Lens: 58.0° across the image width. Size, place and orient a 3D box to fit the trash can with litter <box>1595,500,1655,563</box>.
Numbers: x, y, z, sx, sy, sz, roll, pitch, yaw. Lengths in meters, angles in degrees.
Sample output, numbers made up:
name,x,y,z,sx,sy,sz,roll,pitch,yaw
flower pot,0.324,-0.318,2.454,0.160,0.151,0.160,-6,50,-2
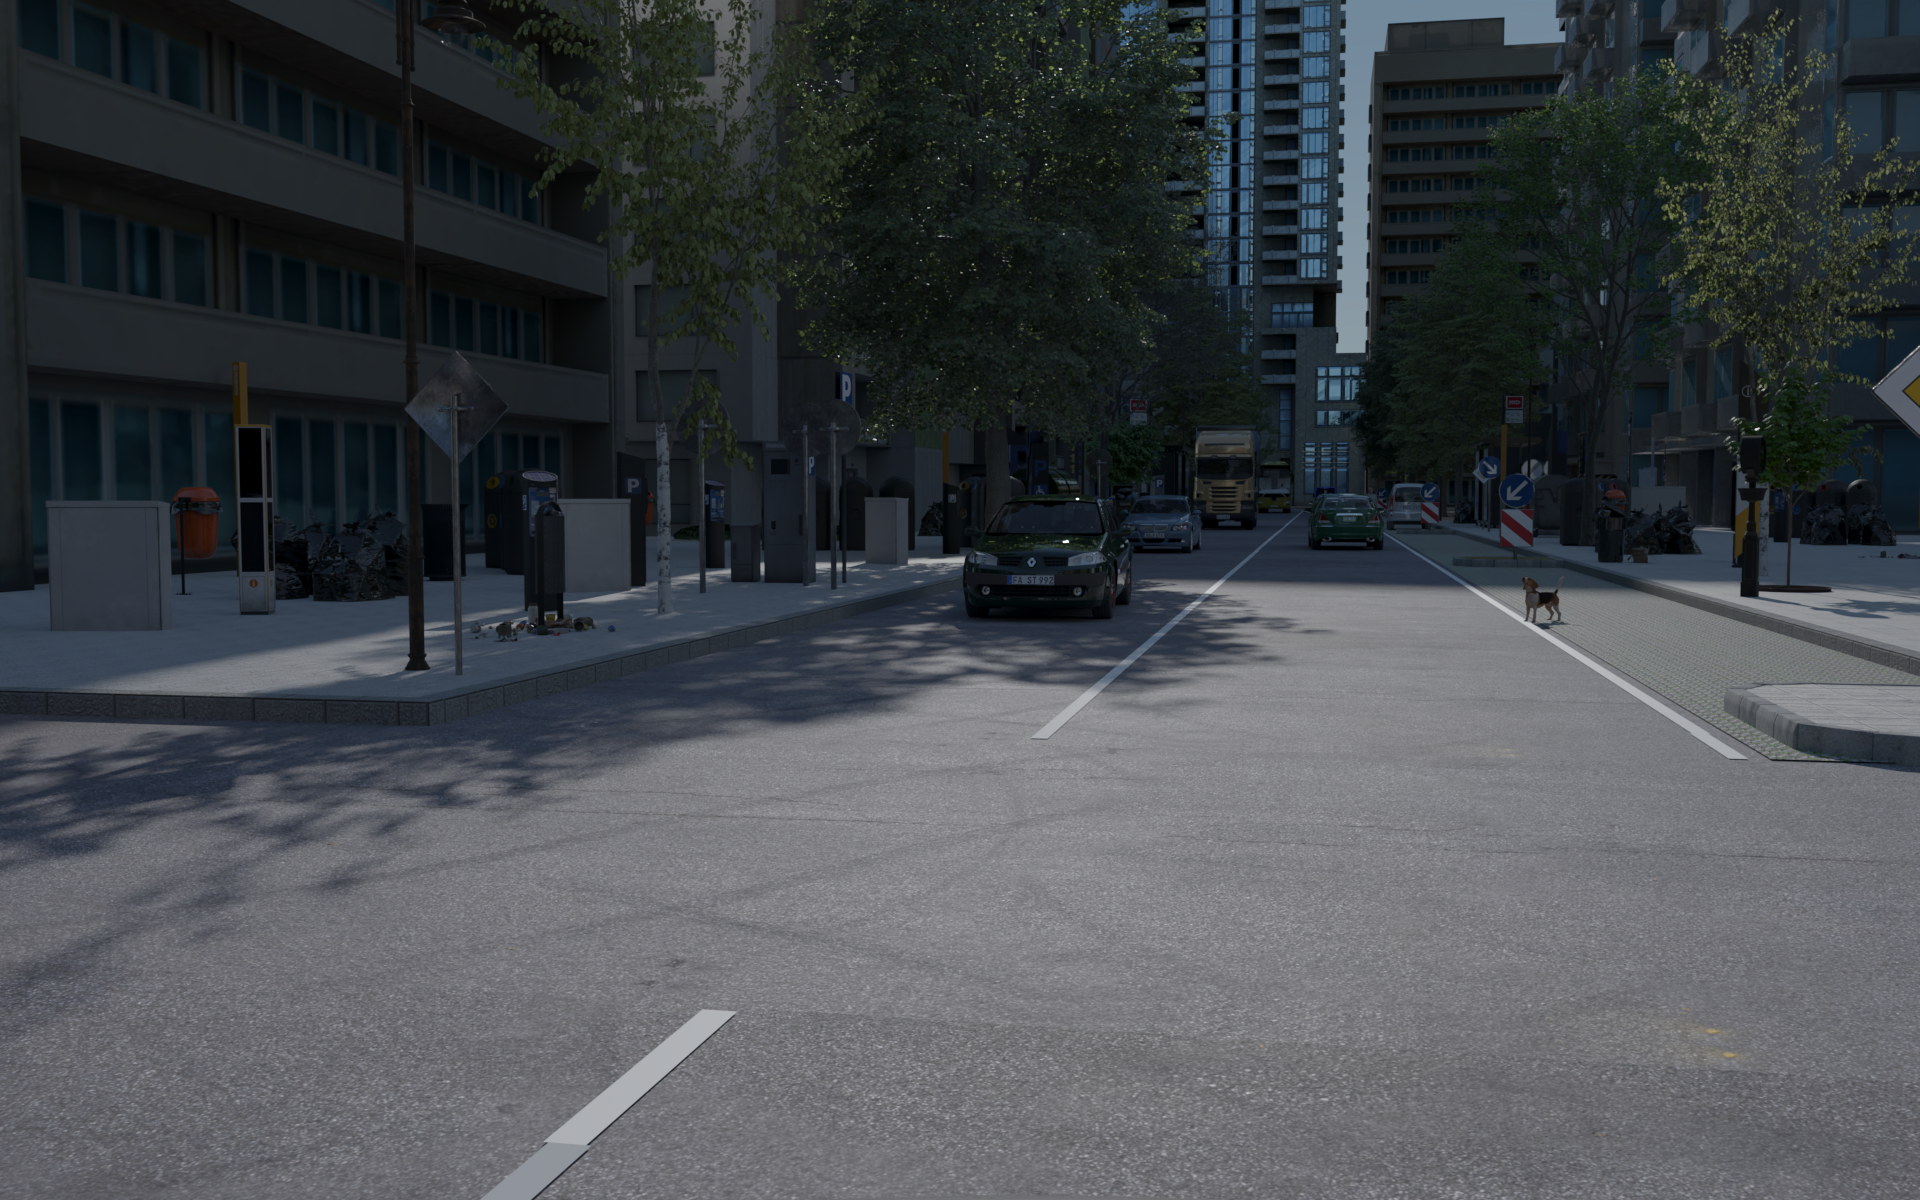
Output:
name,x,y,z,sx,sy,sz,roll,pitch,yaw
trash can with litter,12.459,-1.289,32.454,1.055,1.170,0.624,1,4,21

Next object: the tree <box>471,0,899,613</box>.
name,x,y,z,sx,sy,sz,roll,pitch,yaw
tree,-2.944,-4.161,18.401,4.737,8.622,4.395,0,3,0

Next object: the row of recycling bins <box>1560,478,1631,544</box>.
name,x,y,z,sx,sy,sz,roll,pitch,yaw
row of recycling bins,16.496,-2.320,45.043,1.069,1.692,3.534,3,5,39

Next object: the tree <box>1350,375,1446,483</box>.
name,x,y,z,sx,sy,sz,roll,pitch,yaw
tree,30.223,-11.101,115.913,8.767,10.594,7.601,1,4,21

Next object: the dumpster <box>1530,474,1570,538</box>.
name,x,y,z,sx,sy,sz,roll,pitch,yaw
dumpster,17.561,-2.795,51.462,1.264,1.857,1.865,1,4,12

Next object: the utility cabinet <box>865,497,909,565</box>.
name,x,y,z,sx,sy,sz,roll,pitch,yaw
utility cabinet,-1.351,-1.272,31.958,0.306,1.237,1.020,-3,4,-37

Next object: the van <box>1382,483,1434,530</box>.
name,x,y,z,sx,sy,sz,roll,pitch,yaw
van,17.931,-3.806,69.242,2.013,2.044,4.112,1,4,13

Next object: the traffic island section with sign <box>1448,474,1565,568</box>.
name,x,y,z,sx,sy,sz,roll,pitch,yaw
traffic island section with sign,10.870,-1.579,34.444,1.989,1.847,2.006,1,4,12

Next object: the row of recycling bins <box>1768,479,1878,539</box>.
name,x,y,z,sx,sy,sz,roll,pitch,yaw
row of recycling bins,24.792,-2.631,50.134,1.069,1.692,3.534,-2,4,-32

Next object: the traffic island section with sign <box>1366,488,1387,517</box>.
name,x,y,z,sx,sy,sz,roll,pitch,yaw
traffic island section with sign,26.842,-6.243,110.706,1.989,1.847,2.006,1,4,12

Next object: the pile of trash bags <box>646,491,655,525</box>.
name,x,y,z,sx,sy,sz,roll,pitch,yaw
pile of trash bags,-9.678,-2.179,45.372,3.447,1.369,1.912,-2,4,-27

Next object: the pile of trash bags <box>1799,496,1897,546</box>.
name,x,y,z,sx,sy,sz,roll,pitch,yaw
pile of trash bags,23.026,-2.063,43.490,3.447,1.369,1.912,2,4,24

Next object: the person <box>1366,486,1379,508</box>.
name,x,y,z,sx,sy,sz,roll,pitch,yaw
person,14.512,-3.187,61.354,0.466,1.731,0.760,-3,5,-43

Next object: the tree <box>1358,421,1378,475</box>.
name,x,y,z,sx,sy,sz,roll,pitch,yaw
tree,37.512,-14.049,147.830,7.486,12.596,7.792,0,3,0

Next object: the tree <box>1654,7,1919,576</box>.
name,x,y,z,sx,sy,sz,roll,pitch,yaw
tree,12.553,-4.663,26.607,4.360,8.622,3.978,0,3,0

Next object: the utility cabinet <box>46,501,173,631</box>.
name,x,y,z,sx,sy,sz,roll,pitch,yaw
utility cabinet,-8.012,-0.317,16.341,1.020,1.237,0.306,0,4,-4

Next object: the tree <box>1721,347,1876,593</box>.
name,x,y,z,sx,sy,sz,roll,pitch,yaw
tree,11.018,-1.740,23.058,1.663,3.219,1.824,0,3,0

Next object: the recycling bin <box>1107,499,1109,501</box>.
name,x,y,z,sx,sy,sz,roll,pitch,yaw
recycling bin,7.528,-4.451,85.321,0.722,1.027,0.722,-3,5,-43

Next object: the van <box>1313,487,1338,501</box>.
name,x,y,z,sx,sy,sz,roll,pitch,yaw
van,32.681,-9.204,154.866,2.240,2.365,5.245,1,4,12

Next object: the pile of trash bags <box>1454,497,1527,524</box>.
name,x,y,z,sx,sy,sz,roll,pitch,yaw
pile of trash bags,23.155,-3.996,75.082,3.447,1.369,1.912,1,4,21

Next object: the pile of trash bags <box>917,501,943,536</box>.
name,x,y,z,sx,sy,sz,roll,pitch,yaw
pile of trash bags,0.134,-2.700,53.900,1.912,1.369,3.447,2,4,25

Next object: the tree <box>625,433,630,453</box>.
name,x,y,z,sx,sy,sz,roll,pitch,yaw
tree,-9.696,-3.269,48.048,1.663,3.219,1.824,0,3,0

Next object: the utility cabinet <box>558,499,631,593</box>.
name,x,y,z,sx,sy,sz,roll,pitch,yaw
utility cabinet,-4.867,-0.713,22.813,1.020,1.237,0.306,-2,4,-35

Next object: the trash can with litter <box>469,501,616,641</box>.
name,x,y,z,sx,sy,sz,roll,pitch,yaw
trash can with litter,-4.052,-0.308,16.099,1.678,1.210,2.233,0,4,7

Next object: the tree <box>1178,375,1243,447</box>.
name,x,y,z,sx,sy,sz,roll,pitch,yaw
tree,16.012,-9.880,111.895,4.360,8.622,3.978,0,3,0

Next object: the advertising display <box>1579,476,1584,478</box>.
name,x,y,z,sx,sy,sz,roll,pitch,yaw
advertising display,22.218,-3.400,60.804,0.974,1.923,0.123,1,4,22

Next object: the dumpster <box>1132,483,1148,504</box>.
name,x,y,z,sx,sy,sz,roll,pitch,yaw
dumpster,8.734,-4.718,82.902,1.264,1.857,1.865,1,4,12

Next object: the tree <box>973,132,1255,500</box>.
name,x,y,z,sx,sy,sz,roll,pitch,yaw
tree,4.873,-9.019,57.826,12.009,13.543,11.850,0,3,0

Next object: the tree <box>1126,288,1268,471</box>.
name,x,y,z,sx,sy,sz,roll,pitch,yaw
tree,13.028,-10.813,94.926,7.486,12.596,7.792,0,3,0

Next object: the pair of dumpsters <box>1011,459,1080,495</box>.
name,x,y,z,sx,sy,sz,roll,pitch,yaw
pair of dumpsters,2.229,-2.732,47.154,1.574,2.255,4.437,1,4,12

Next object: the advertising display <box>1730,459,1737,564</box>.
name,x,y,z,sx,sy,sz,roll,pitch,yaw
advertising display,14.640,-1.648,32.159,0.974,1.923,0.123,-2,4,-35

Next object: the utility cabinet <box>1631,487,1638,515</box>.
name,x,y,z,sx,sy,sz,roll,pitch,yaw
utility cabinet,22.043,-2.846,55.213,1.173,1.500,0.318,3,4,36

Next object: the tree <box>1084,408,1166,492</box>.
name,x,y,z,sx,sy,sz,roll,pitch,yaw
tree,6.223,-5.057,66.393,4.285,4.588,4.351,0,3,0

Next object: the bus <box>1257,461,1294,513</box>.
name,x,y,z,sx,sy,sz,roll,pitch,yaw
bus,24.160,-8.635,132.730,2.896,3.916,12.252,1,4,11

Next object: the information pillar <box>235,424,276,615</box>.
name,x,y,z,sx,sy,sz,roll,pitch,yaw
information pillar,-7.496,-0.853,18.432,0.304,2.012,0.304,0,4,-8

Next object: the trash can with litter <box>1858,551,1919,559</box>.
name,x,y,z,sx,sy,sz,roll,pitch,yaw
trash can with litter,19.195,-1.440,34.607,2.233,1.210,1.678,1,4,22

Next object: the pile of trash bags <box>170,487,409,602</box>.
name,x,y,z,sx,sy,sz,roll,pitch,yaw
pile of trash bags,-8.491,-0.738,21.814,3.447,1.369,1.912,1,4,18

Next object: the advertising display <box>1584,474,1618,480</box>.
name,x,y,z,sx,sy,sz,roll,pitch,yaw
advertising display,20.880,-3.129,56.369,0.974,1.923,0.123,3,5,42

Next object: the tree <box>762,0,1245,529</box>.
name,x,y,z,sx,sy,sz,roll,pitch,yaw
tree,0.760,-7.831,34.693,9.857,13.997,8.962,0,3,0

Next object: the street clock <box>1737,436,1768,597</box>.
name,x,y,z,sx,sy,sz,roll,pitch,yaw
street clock,9.872,-1.041,21.596,0.358,2.002,0.471,2,4,35

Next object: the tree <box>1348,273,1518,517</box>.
name,x,y,z,sx,sy,sz,roll,pitch,yaw
tree,27.112,-11.643,97.015,9.857,13.997,8.962,0,3,0

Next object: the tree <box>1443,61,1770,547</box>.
name,x,y,z,sx,sy,sz,roll,pitch,yaw
tree,15.564,-7.117,42.111,9.928,11.665,9.643,0,3,0

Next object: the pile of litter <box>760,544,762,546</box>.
name,x,y,z,sx,sy,sz,roll,pitch,yaw
pile of litter,-4.203,-1.782,43.099,1.719,0.858,1.176,-1,4,-22

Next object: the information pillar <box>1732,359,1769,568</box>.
name,x,y,z,sx,sy,sz,roll,pitch,yaw
information pillar,13.725,-2.367,30.054,0.504,3.616,0.183,1,4,15

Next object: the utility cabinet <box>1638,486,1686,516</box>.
name,x,y,z,sx,sy,sz,roll,pitch,yaw
utility cabinet,20.405,-2.544,50.278,1.173,1.500,0.318,2,4,27

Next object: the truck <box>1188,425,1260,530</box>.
name,x,y,z,sx,sy,sz,roll,pitch,yaw
truck,11.306,-5.147,73.068,2.839,4.237,11.283,1,4,11

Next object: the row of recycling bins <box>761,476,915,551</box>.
name,x,y,z,sx,sy,sz,roll,pitch,yaw
row of recycling bins,-2.788,-1.988,39.620,3.534,1.692,1.069,0,4,-1

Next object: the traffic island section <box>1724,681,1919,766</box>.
name,x,y,z,sx,sy,sz,roll,pitch,yaw
traffic island section,5.814,0.732,10.319,2.009,0.180,2.903,1,4,12

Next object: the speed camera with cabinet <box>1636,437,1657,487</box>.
name,x,y,z,sx,sy,sz,roll,pitch,yaw
speed camera with cabinet,24.069,-4.065,60.795,0.660,3.252,2.038,1,4,20

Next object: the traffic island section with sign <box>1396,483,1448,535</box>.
name,x,y,z,sx,sy,sz,roll,pitch,yaw
traffic island section with sign,16.613,-3.254,61.823,1.989,1.847,2.006,1,4,12

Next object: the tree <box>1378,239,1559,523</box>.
name,x,y,z,sx,sy,sz,roll,pitch,yaw
tree,22.827,-9.747,77.490,7.486,12.596,7.792,0,3,0

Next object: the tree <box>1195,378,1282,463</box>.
name,x,y,z,sx,sy,sz,roll,pitch,yaw
tree,24.477,-13.899,152.997,9.928,11.665,9.643,0,3,0

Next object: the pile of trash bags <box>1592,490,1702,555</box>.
name,x,y,z,sx,sy,sz,roll,pitch,yaw
pile of trash bags,14.860,-1.734,38.110,1.912,1.369,3.447,0,4,1
